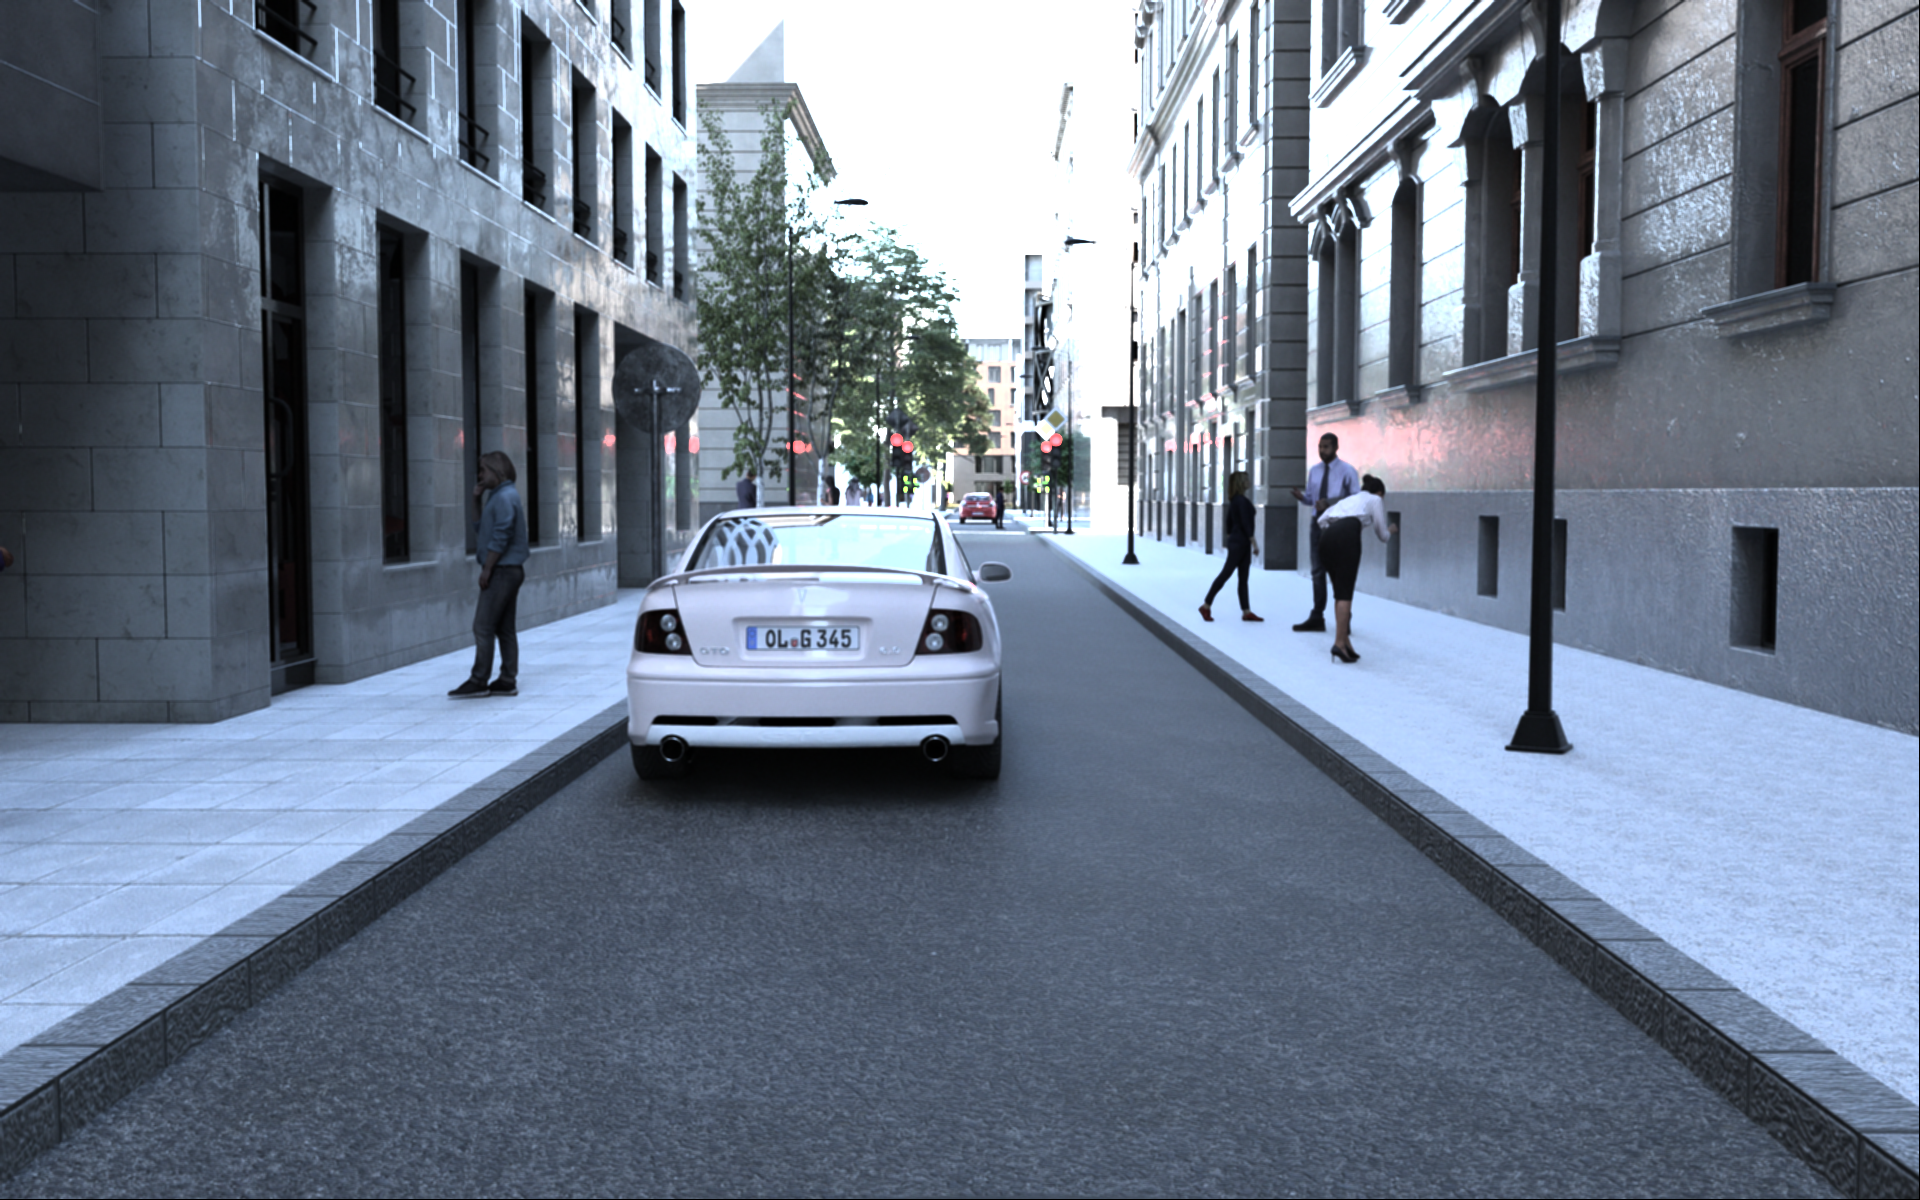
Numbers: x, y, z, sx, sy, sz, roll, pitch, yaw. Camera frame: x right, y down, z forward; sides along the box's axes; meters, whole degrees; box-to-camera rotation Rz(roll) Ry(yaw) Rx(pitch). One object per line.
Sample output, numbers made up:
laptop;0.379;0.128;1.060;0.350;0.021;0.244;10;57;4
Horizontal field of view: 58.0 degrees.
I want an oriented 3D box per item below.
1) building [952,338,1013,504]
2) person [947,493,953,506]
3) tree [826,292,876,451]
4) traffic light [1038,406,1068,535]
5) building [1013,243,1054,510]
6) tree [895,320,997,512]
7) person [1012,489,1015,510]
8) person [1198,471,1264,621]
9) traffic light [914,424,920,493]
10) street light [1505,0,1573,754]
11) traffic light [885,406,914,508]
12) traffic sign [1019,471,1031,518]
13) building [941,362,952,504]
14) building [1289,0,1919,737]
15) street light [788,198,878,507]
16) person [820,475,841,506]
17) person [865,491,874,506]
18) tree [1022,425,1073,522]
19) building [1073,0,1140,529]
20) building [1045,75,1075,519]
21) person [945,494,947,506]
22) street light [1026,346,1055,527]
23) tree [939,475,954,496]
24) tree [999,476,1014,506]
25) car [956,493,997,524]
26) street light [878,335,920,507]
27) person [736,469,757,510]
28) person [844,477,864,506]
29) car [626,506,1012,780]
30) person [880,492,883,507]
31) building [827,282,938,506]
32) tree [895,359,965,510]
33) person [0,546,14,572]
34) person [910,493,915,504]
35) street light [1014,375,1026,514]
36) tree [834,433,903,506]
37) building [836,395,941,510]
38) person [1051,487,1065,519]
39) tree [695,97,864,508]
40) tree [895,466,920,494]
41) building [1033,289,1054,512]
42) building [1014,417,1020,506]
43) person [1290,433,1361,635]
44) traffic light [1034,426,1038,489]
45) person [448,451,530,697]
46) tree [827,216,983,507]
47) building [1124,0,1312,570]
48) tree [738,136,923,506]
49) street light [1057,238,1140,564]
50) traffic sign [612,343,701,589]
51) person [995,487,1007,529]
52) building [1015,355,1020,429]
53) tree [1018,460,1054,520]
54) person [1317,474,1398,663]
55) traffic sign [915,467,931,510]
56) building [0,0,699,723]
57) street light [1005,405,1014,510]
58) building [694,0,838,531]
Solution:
building;15.344;-24.007;236.492;32.646;21.610;27.936;0;4;1
person;-1.273;-11.348;192.257;1.217;1.739;0.721;-2;4;-33
tree;-8.360;-11.787;100.148;7.806;13.903;7.818;0;3;0
traffic light;3.001;-4.007;54.766;0.839;4.213;0.868;0;4;1
building;19.321;-19.149;157.062;27.936;21.610;32.646;0;4;1
tree;-1.049;-13.317;125.159;7.806;13.903;7.818;0;3;0
person;4.351;-8.325;142.877;0.721;1.735;1.217;0;4;-1
person;2.745;-0.543;17.469;0.613;1.512;0.480;-1;4;-11
traffic light;-1.865;-4.498;62.793;0.839;4.213;0.868;0;4;1
street light;2.371;-2.202;8.545;1.470;5.913;1.316;0;4;1
traffic light;-1.961;-4.010;54.809;0.839;4.213;0.868;0;4;1
traffic sign;3.601;-5.748;94.093;0.768;2.556;0.104;0;4;4
building;-6.910;-22.853;230.064;11.380;20.091;16.016;0;4;1
building;11.351;-13.923;15.027;14.401;28.519;23.554;0;4;1
street light;-2.120;-3.349;27.305;1.470;5.913;1.316;0;4;1
person;-2.532;-1.612;33.871;0.415;1.643;0.593;-1;4;-19
person;-6.113;-6.716;117.550;0.593;1.614;0.444;1;4;23
tree;4.565;-5.850;79.353;4.285;4.588;4.351;0;3;0
building;14.754;-15.298;68.152;19.932;24.808;12.078;0;4;1
building;11.628;-18.611;101.560;12.463;27.353;25.104;0;4;1
person;-1.557;-10.676;181.379;0.721;1.735;1.217;1;4;17
street light;2.920;-5.018;54.587;1.470;5.913;1.316;0;4;1
tree;-1.055;-10.763;170.570;1.663;3.219;1.824;0;3;0
tree;5.405;-12.652;201.468;1.663;3.219;1.824;0;3;0
car;0.894;-4.612;84.454;2.155;1.783;4.494;0;4;1
street light;-1.863;-4.789;50.835;1.470;5.913;1.316;0;4;1
person;-3.933;-1.581;32.349;0.683;1.767;0.568;2;4;35
person;-2.892;-2.483;47.312;0.551;1.740;0.621;-1;4;-9
car;-0.719;0.140;10.077;2.083;1.381;4.827;0;4;0
person;-4.929;-6.025;107.792;0.421;1.427;0.697;-1;4;-16
building;-16.652;-20.745;183.152;27.936;21.610;32.646;0;4;1
tree;-1.953;-8.724;93.005;4.737;8.622;4.395;0;3;0
person;-3.750;0.128;6.322;0.453;1.535;0.546;-1;4;-19
person;-3.764;-7.509;132.052;0.697;1.427;0.421;-1;4;-9
street light;2.960;-5.811;67.543;1.470;5.913;1.316;0;4;1
tree;-4.592;-6.311;86.895;4.285;4.588;4.351;0;3;0
building;-6.586;-12.869;152.556;9.099;9.664;28.070;0;4;1
person;5.139;-5.008;89.389;0.593;1.643;0.415;1;4;15
tree;-3.878;-4.958;31.431;4.737;8.622;4.395;0;3;0
tree;-2.951;-6.542;101.562;1.663;3.219;1.824;0;3;0
building;13.806;-15.977;128.683;16.820;18.784;16.811;0;4;1
building;10.720;-15.045;188.135;9.099;9.664;28.070;0;4;1
person;3.309;-0.609;15.867;0.599;1.838;0.709;-3;5;-43
traffic light;3.096;-4.496;62.750;0.839;4.213;0.868;0;4;1
person;-2.942;-0.165;10.959;0.429;1.552;0.499;1;4;16
tree;-2.657;-9.366;71.255;7.486;12.596;7.792;0;3;0
building;10.903;-14.869;40.367;12.463;27.353;25.104;0;4;1
tree;-2.897;-5.268;36.499;4.360;8.622;3.978;0;3;0
street light;2.587;-3.610;31.566;1.470;5.913;1.316;0;4;1
traffic sign;-2.567;-0.888;14.629;0.768;2.556;0.104;0;4;5
person;1.716;-3.778;70.970;0.504;1.737;0.576;-3;4;-36
building;14.636;-21.470;207.459;16.016;20.091;11.380;0;4;1
tree;3.913;-5.500;84.528;1.663;3.219;1.824;0;3;0
person;3.075;-0.253;13.372;0.628;1.438;0.799;1;4;11
traffic sign;-1.753;-4.950;81.045;0.768;2.556;0.104;0;4;1
building;-9.263;-9.955;17.508;10.420;20.320;16.860;0;4;1
street light;3.250;-7.219;90.574;1.470;5.913;1.316;0;4;1
building;-16.211;-15.308;47.542;25.104;27.353;12.463;0;4;1
